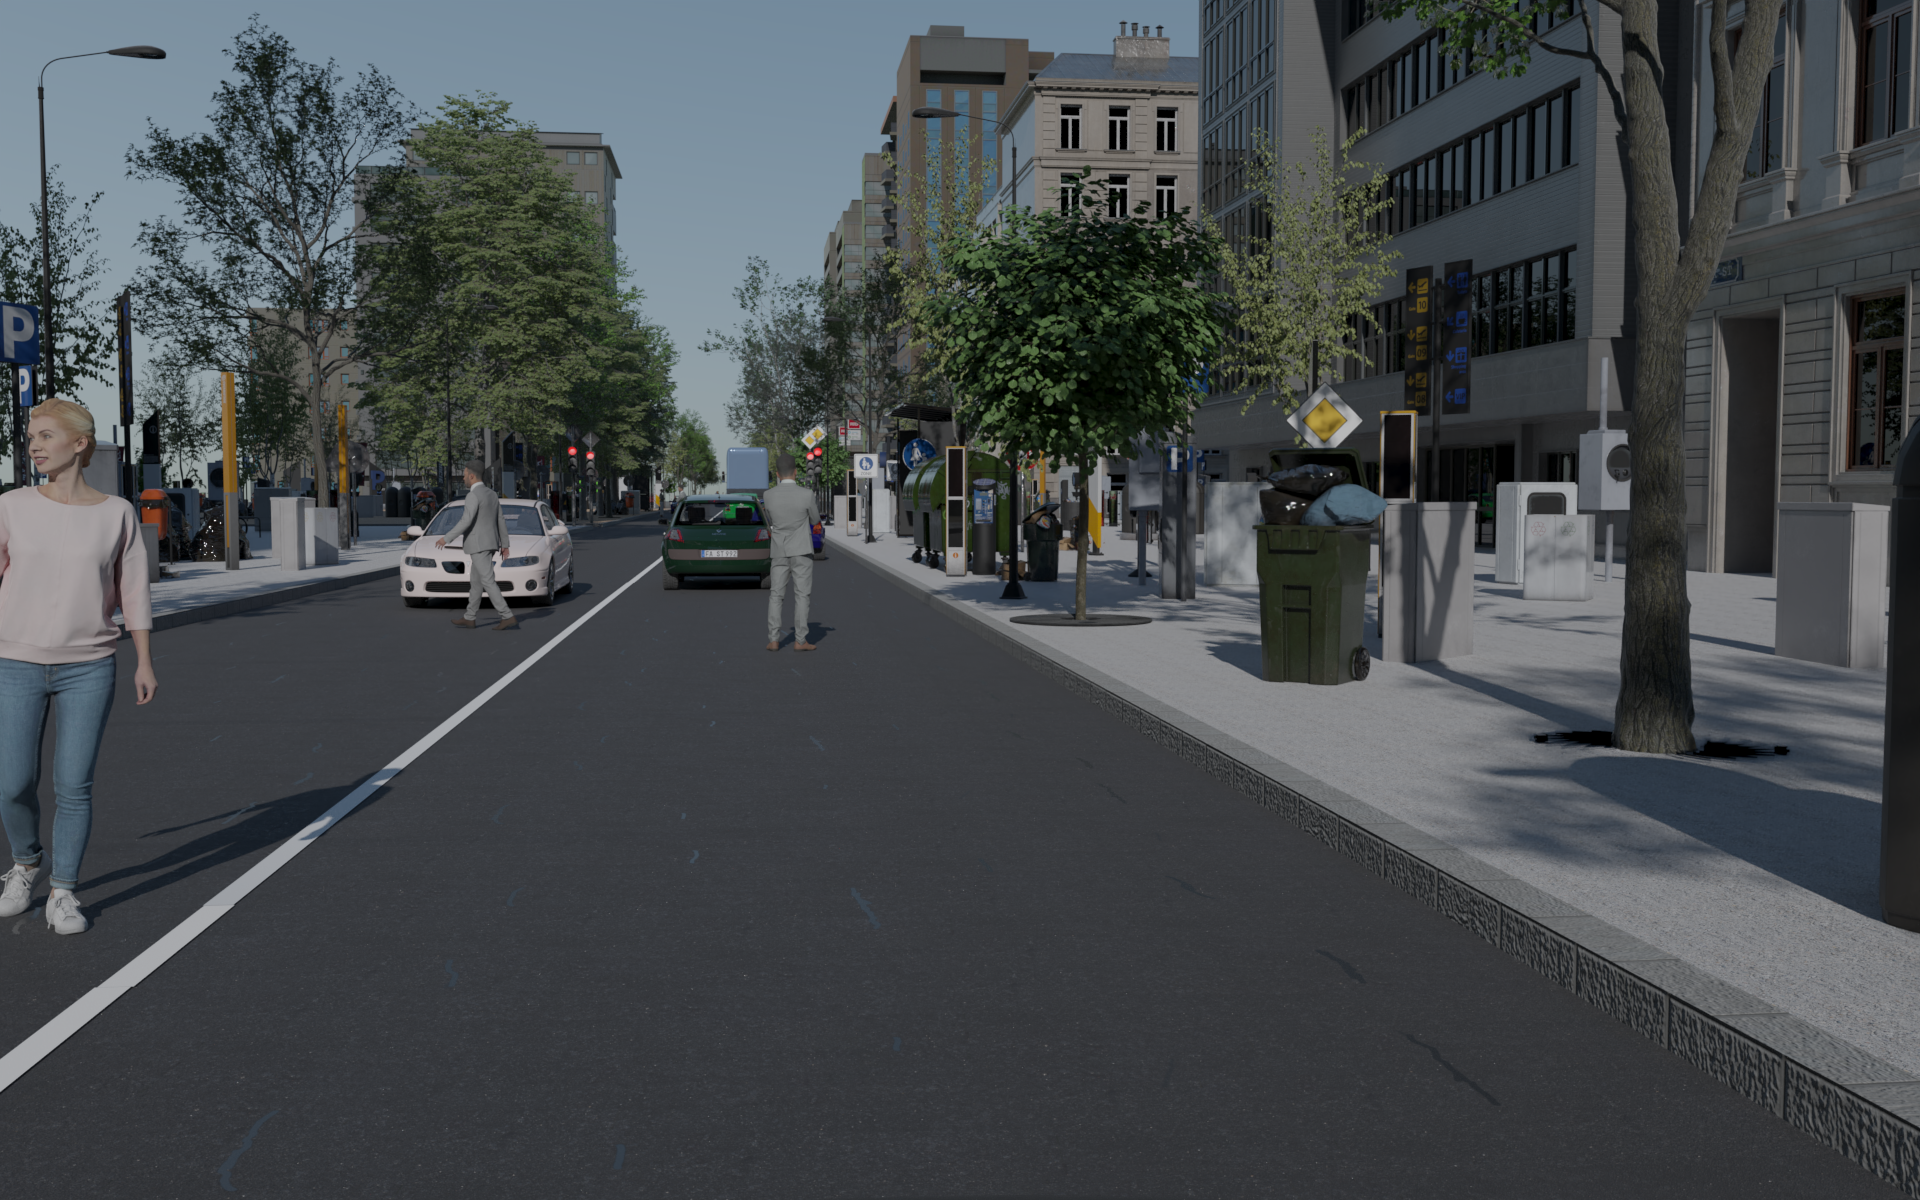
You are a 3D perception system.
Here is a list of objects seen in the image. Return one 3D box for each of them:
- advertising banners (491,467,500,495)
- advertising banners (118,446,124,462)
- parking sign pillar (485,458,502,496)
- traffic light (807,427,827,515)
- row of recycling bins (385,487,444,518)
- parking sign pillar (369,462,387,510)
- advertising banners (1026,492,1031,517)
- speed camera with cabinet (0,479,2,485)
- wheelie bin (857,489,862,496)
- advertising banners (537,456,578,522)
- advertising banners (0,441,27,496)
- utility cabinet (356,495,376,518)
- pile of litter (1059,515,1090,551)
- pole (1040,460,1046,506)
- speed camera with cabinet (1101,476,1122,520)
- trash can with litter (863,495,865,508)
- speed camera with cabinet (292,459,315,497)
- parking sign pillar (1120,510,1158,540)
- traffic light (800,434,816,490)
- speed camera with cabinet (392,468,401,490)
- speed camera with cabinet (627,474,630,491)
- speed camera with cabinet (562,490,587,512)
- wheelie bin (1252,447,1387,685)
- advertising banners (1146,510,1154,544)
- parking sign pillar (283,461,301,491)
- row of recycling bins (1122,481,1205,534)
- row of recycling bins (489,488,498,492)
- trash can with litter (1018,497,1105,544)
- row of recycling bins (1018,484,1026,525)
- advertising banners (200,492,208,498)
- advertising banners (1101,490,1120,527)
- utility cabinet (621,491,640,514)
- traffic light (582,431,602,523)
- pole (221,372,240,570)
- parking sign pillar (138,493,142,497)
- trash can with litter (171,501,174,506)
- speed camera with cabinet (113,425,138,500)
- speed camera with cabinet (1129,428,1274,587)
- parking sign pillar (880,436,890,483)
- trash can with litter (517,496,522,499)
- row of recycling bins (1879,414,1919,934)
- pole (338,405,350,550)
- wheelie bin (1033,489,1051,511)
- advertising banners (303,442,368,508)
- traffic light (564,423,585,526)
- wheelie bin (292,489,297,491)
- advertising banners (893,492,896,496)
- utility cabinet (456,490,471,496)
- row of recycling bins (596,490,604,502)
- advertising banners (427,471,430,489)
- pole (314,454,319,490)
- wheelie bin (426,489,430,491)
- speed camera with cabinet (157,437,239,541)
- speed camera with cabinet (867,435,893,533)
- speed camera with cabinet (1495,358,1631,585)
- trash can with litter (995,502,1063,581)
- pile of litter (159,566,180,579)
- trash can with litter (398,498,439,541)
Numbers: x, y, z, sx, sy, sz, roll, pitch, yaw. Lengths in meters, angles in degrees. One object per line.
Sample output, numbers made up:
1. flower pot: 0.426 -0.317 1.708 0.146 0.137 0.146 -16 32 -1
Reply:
1. advertising banners: -29.847 -7.045 111.370 0.090 3.025 2.074 -2 4 -28
2. advertising banners: -31.200 -4.087 63.016 2.074 3.025 0.090 1 4 18
3. parking sign pillar: -35.622 -8.911 134.161 1.447 3.967 1.447 3 4 36
4. traffic light: -5.752 -4.946 69.780 0.839 4.253 0.868 0 4 -7
5. row of recycling bins: -29.903 -5.368 94.880 3.534 1.692 1.069 1 4 15
6. parking sign pillar: -48.084 -9.455 143.067 1.447 3.967 1.447 -3 5 -43
7. advertising banners: 2.731 -5.559 87.070 2.074 3.025 0.090 0 4 -5
8. speed camera with cabinet: -54.253 -6.316 97.603 0.660 3.252 2.038 -2 4 -33
9. wheelie bin: -6.832 -6.404 112.606 0.980 1.594 0.693 2 4 24
10. advertising banners: -18.511 -5.084 79.316 2.074 3.025 0.090 -3 4 -37
11. advertising banners: -32.768 -3.891 59.801 0.090 3.025 2.074 0 4 -6
12. utility cabinet: -32.397 -5.071 94.074 0.306 1.237 1.020 3 4 38
13. pile of litter: 2.477 -1.583 39.847 1.176 0.858 1.719 1 4 19
14. pole: 2.725 -3.866 57.058 0.158 3.312 0.155 0 3 0
15. speed camera with cabinet: 7.547 -5.596 85.824 0.660 3.252 2.038 -3 5 -41
16. trash can with litter: -8.076 -8.664 153.050 1.055 1.170 0.624 1 4 9
17. speed camera with cabinet: -36.640 -6.251 96.547 0.660 3.252 2.038 0 4 5
18. parking sign pillar: 5.200 -3.669 48.458 1.447 3.967 1.447 1 4 11
19. traffic light: -6.740 -5.430 77.704 0.839 4.253 0.868 0 4 -7
20. speed camera with cabinet: -42.648 -8.377 131.293 0.660 3.252 2.038 -1 4 -22
21. speed camera with cabinet: -25.311 -8.478 132.950 0.660 3.252 2.038 0 4 -2
22. speed camera with cabinet: -27.521 -7.861 122.866 2.038 3.252 0.660 -2 4 -32
23. wheelie bin: 2.435 -0.241 11.842 0.980 1.594 0.693 2 4 34
24. advertising banners: 4.909 -3.015 45.476 0.090 3.025 2.074 0 4 -1
25. parking sign pillar: -52.704 -9.067 136.725 1.447 3.967 1.447 -1 4 -14
26. row of recycling bins: 6.586 -3.011 56.341 1.069 1.692 3.534 -3 4 -38
27. row of recycling bins: -31.400 -6.644 115.744 1.069 1.692 3.534 -1 4 -13
28. trash can with litter: 2.530 -2.056 44.667 2.233 1.210 1.678 1 4 17
29. row of recycling bins: 0.945 -3.913 71.090 3.534 1.692 1.069 0 4 -4
30. advertising banners: -56.842 -8.275 131.488 2.074 3.025 0.090 1 4 14
31. advertising banners: 5.548 -4.420 68.452 0.090 3.025 2.074 -3 5 -40
32. utility cabinet: -20.846 -6.170 109.555 1.173 1.500 0.318 0 4 2
33. traffic light: -16.275 -5.357 76.503 0.839 4.253 0.868 0 4 -7
34. pole: -12.271 -2.157 29.117 0.158 3.312 0.155 0 3 0
35. parking sign pillar: -62.806 -8.812 132.540 1.447 3.967 1.447 1 4 17
36. trash can with litter: -19.999 -1.976 43.697 0.624 1.170 1.055 -2 4 -35
37. speed camera with cabinet: -23.942 -3.328 48.747 0.660 3.252 2.038 0 4 4
38. speed camera with cabinet: 3.418 -1.829 24.242 2.038 3.252 0.660 1 4 15
39. parking sign pillar: -3.417 -5.557 79.332 1.447 3.967 1.447 0 4 -1
40. trash can with litter: -29.417 -6.314 114.620 1.055 1.170 0.624 3 5 40
41. row of recycling bins: 3.646 0.200 3.846 1.069 1.692 3.534 -1 4 -21
42. pole: -14.121 -2.805 39.704 0.158 3.312 0.155 0 3 0
43. wheelie bin: 3.267 -3.735 68.983 0.693 1.594 0.980 0 4 -3
44. advertising banners: -20.928 -3.787 58.112 2.074 3.025 0.090 -2 4 -25
45. traffic light: -15.287 -4.872 68.579 0.839 4.253 0.868 0 4 -7
46. wheelie bin: -40.175 -5.910 104.542 0.980 1.594 0.693 3 5 41
47. advertising banners: -3.766 -6.905 109.080 0.090 3.025 2.074 1 4 20
48. utility cabinet: -25.188 -4.901 88.810 1.173 1.500 0.318 -2 4 -29
49. row of recycling bins: -28.981 -8.513 146.293 3.534 1.692 1.069 0 4 -6
50. advertising banners: -40.802 -8.397 133.484 0.090 3.025 2.074 0 4 -4
51. pole: -32.728 -5.767 88.126 0.158 3.312 0.155 0 3 0
52. wheelie bin: -35.414 -6.556 115.096 0.980 1.594 0.693 -3 5 -44
53. speed camera with cabinet: -20.937 -3.254 47.535 2.038 3.252 0.660 0 4 -6
54. speed camera with cabinet: -2.724 -3.854 57.351 0.660 3.252 2.038 -1 4 -10
55. speed camera with cabinet: 8.739 -1.865 24.831 2.038 3.252 0.660 -1 4 -17
56. trash can with litter: 0.997 -0.866 25.549 1.055 1.170 0.624 3 4 36
57. pile of litter: -12.733 -0.772 26.591 1.719 0.858 1.176 3 5 43
58. trash can with litter: -14.990 -2.220 47.679 1.055 1.170 0.624 1 4 18
